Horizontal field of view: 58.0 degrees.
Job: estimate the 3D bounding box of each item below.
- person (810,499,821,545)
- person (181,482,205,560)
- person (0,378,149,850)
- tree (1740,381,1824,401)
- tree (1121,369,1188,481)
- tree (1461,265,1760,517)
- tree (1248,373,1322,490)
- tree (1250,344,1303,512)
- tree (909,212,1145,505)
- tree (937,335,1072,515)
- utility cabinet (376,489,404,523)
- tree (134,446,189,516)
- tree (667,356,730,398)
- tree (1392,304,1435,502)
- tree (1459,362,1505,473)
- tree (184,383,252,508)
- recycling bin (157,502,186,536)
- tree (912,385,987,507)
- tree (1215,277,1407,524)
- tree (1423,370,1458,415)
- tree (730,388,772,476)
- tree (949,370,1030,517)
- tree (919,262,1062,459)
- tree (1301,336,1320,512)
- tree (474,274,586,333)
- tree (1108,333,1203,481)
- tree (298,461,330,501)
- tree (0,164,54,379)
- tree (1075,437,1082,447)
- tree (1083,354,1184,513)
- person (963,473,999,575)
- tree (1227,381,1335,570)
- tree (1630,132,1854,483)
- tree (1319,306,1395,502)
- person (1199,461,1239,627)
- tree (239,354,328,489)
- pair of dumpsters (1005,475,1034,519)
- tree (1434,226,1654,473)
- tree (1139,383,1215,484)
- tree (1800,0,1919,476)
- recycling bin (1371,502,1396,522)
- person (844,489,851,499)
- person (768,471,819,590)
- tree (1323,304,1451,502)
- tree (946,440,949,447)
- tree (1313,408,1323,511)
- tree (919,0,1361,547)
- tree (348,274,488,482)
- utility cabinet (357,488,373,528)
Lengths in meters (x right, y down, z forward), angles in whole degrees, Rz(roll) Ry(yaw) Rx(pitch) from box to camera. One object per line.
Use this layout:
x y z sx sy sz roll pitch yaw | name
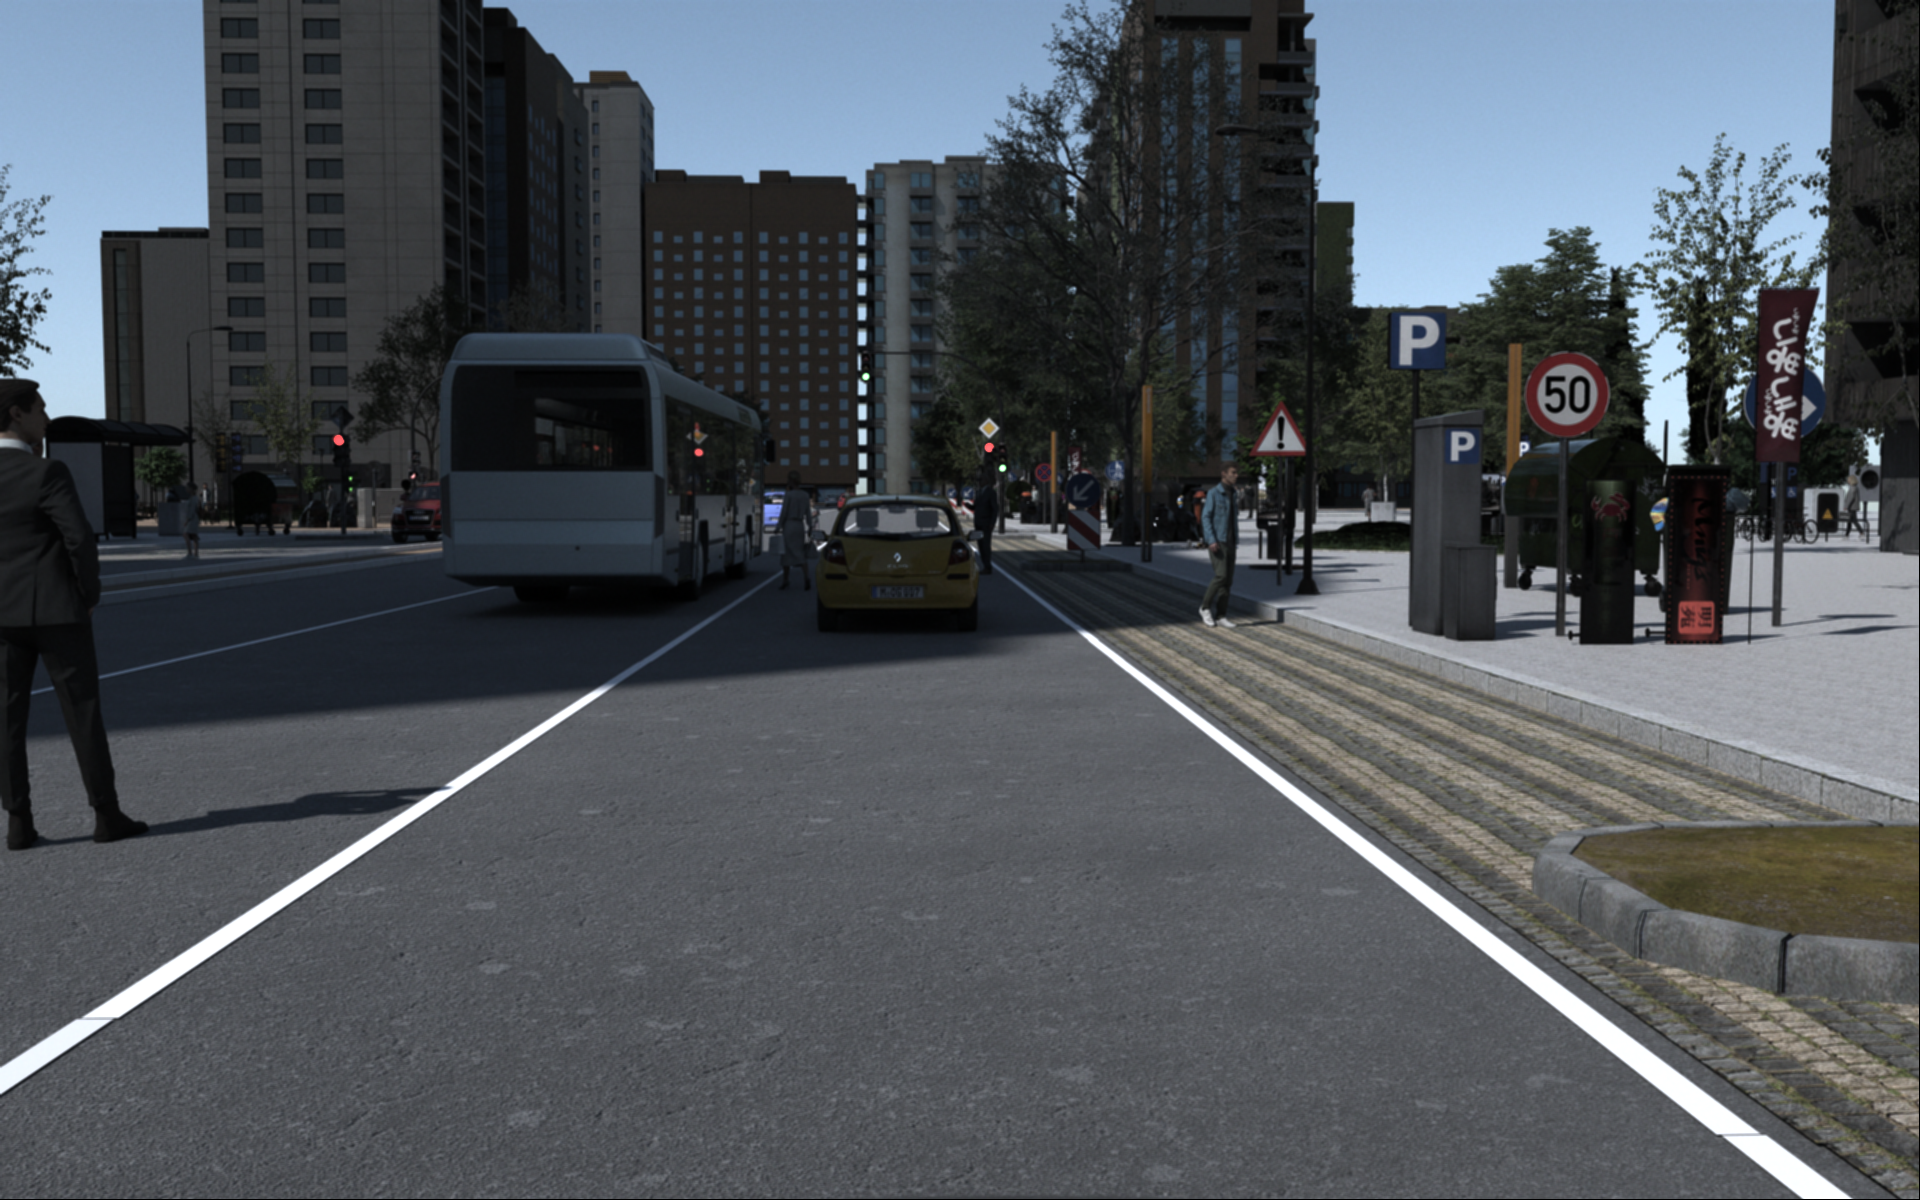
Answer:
-4.060 -2.184 48.480 0.394 1.301 0.425 3 5 40 | person
-16.830 -1.741 37.973 0.522 1.701 0.512 -2 4 -29 | person
-3.772 0.045 7.125 0.648 1.900 0.474 0 4 1 | person
43.338 -7.327 82.704 11.467 7.101 20.602 -2 4 -28 | tree
11.291 -9.266 101.864 4.737 8.622 4.395 0 3 0 | tree
41.901 -12.491 106.047 13.155 14.587 18.604 -1 4 -18 | tree
18.995 -9.140 99.797 4.360 8.622 3.978 0 3 0 | tree
24.601 -12.585 123.884 7.486 12.596 7.792 0 3 0 | tree
3.819 -10.446 77.448 9.857 13.997 8.962 0 3 0 | tree
2.761 -11.000 105.602 9.928 11.665 9.643 0 3 0 | tree
-24.701 -4.056 74.992 1.173 1.500 0.318 -2 4 -29 | utility cabinet
-47.042 -7.260 102.407 4.285 4.588 4.351 0 3 0 | tree
-25.815 -15.182 154.876 9.857 13.997 8.962 0 3 0 | tree
27.111 -10.256 85.807 7.486 12.596 7.792 0 3 0 | tree
28.387 -8.821 94.593 4.737 8.622 4.395 0 3 0 | tree
-49.681 -10.136 116.090 4.360 8.622 3.978 0 3 0 | tree
-24.177 -2.495 53.341 0.722 1.027 0.722 1 4 9 | recycling bin
-0.276 -15.873 176.527 9.611 12.733 9.660 0 3 0 | tree
15.466 -8.537 73.984 7.601 10.594 8.767 0 4 0 | tree
39.691 -13.868 128.556 13.155 14.587 18.604 -2 4 -23 | tree
-26.808 -18.245 204.964 9.857 13.997 8.962 0 3 0 | tree
2.369 -8.947 96.640 4.737 8.622 4.395 0 3 0 | tree
2.757 -17.189 136.930 12.611 20.169 13.585 0 3 0 | tree
27.536 -11.997 114.278 7.486 12.596 7.792 0 3 0 | tree
-23.945 -11.377 96.383 12.009 13.543 11.850 0 3 0 | tree
13.494 -12.519 122.808 7.486 12.596 7.792 0 3 0 | tree
-37.804 -6.513 101.083 1.663 3.219 1.824 0 3 0 | tree
-22.091 -5.395 38.566 4.360 8.622 3.978 0 3 0 | tree
9.549 -10.152 116.341 4.360 8.622 3.978 0 3 0 | tree
9.024 -8.520 89.662 4.360 8.622 3.978 0 3 0 | tree
0.372 -1.366 31.003 0.590 1.801 0.661 -3 5 -40 | person
5.363 -2.151 29.769 1.663 3.219 1.824 0 3 0 | tree
16.150 -5.252 36.232 4.737 8.622 4.395 0 3 0 | tree
26.476 -11.376 104.123 7.486 12.596 7.792 0 3 0 | tree
2.786 -0.593 18.534 0.601 1.785 0.444 -3 4 -37 | person
-35.871 -8.654 91.849 4.737 8.622 4.395 0 3 0 | tree
2.985 -5.357 90.075 1.574 2.255 4.437 0 4 -2 | pair of dumpsters
25.565 -9.517 73.728 7.486 12.596 7.792 0 3 0 | tree
17.176 -12.297 135.467 8.767 10.594 7.601 0 4 2 | tree
12.393 -4.354 21.550 4.360 8.622 3.978 0 3 0 | tree
13.443 -2.594 54.972 0.722 1.027 0.722 1 4 19 | recycling bin
-7.598 -6.667 117.782 0.520 1.790 0.573 1 4 12 | person
-2.478 -1.038 25.826 0.694 1.780 0.624 -2 4 -24 | person
16.478 -7.110 66.616 4.737 8.622 4.395 0 3 0 | tree
1.058 -12.358 152.412 4.737 8.622 4.395 0 3 0 | tree
27.553 -11.121 132.187 4.737 8.622 4.395 0 3 0 | tree
4.079 -8.054 42.046 12.009 13.543 11.850 0 3 0 | tree
-22.239 -8.481 73.077 7.601 10.594 8.767 0 4 2 | tree
-22.178 -3.417 64.545 0.318 1.500 1.173 -2 4 -31 | utility cabinet
